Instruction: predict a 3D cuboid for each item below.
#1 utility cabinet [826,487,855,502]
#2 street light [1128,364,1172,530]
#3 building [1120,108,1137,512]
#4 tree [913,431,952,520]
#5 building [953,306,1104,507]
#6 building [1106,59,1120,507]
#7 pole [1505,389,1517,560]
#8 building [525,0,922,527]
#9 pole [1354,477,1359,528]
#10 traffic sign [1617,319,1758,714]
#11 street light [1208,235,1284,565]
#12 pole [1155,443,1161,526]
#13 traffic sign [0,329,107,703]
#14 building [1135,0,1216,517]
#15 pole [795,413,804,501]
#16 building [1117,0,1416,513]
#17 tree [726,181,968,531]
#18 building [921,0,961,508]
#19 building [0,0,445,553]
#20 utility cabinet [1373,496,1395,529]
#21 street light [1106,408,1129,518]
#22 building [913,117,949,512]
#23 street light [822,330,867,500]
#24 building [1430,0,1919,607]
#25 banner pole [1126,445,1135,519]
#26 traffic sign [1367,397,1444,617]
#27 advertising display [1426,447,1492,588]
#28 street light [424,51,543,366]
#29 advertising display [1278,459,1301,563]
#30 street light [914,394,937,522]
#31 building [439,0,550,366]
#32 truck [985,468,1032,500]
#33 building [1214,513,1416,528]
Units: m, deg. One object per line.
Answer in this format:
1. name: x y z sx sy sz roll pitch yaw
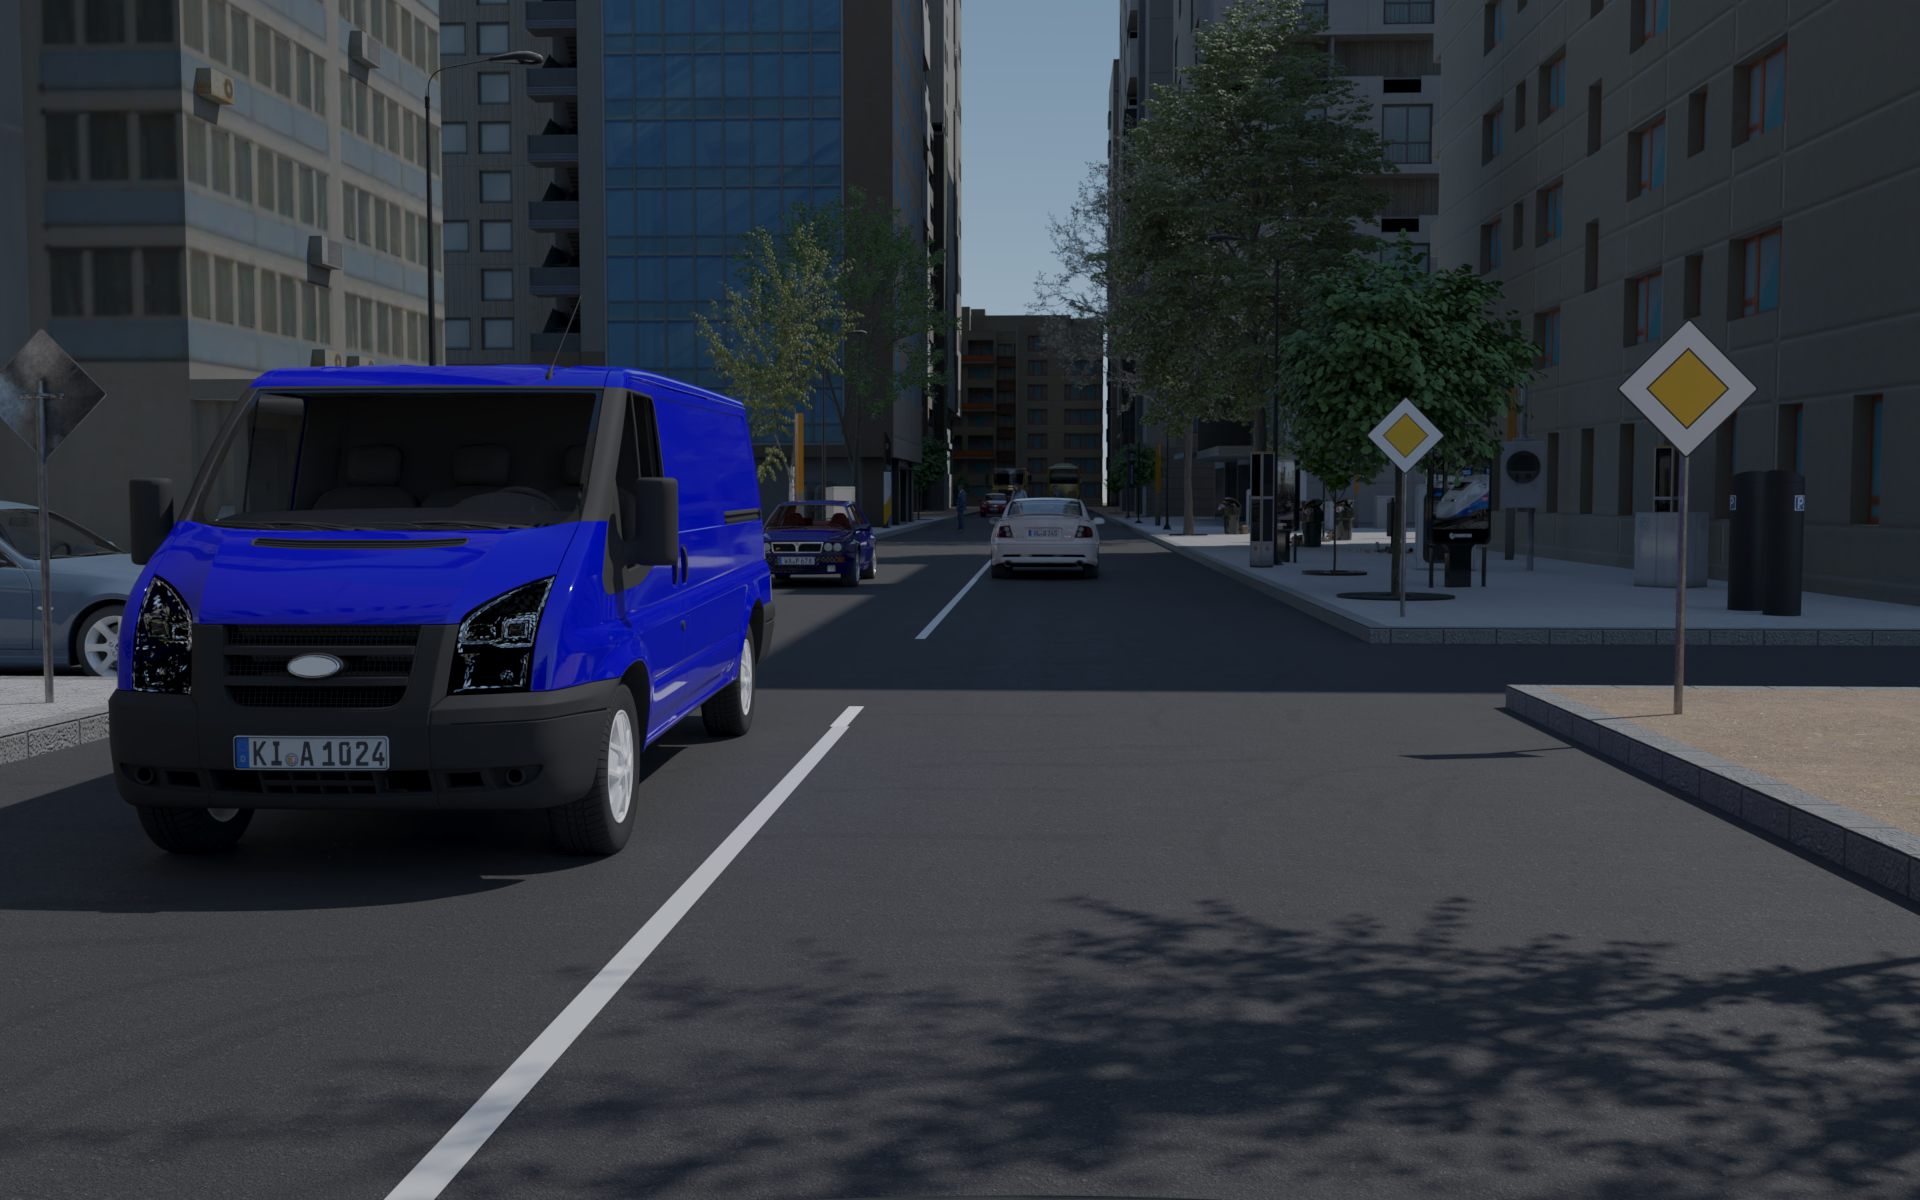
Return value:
1. utility cabinet: -3.605 -2.653 52.057 0.318 1.500 1.173 2 4 29
2. street light: 6.905 -5.476 62.080 1.470 5.913 1.316 0 4 3
3. building: 19.279 -22.085 132.787 14.160 30.474 14.107 0 4 3
4. tree: -2.793 -6.651 92.461 4.285 4.588 4.351 0 3 0
5. building: 1.020 -21.232 192.190 28.899 21.520 27.650 0 4 3
6. building: 26.510 -34.371 185.667 21.600 48.544 21.300 0 4 3
7. pole: 10.714 -2.436 33.672 0.158 3.312 0.155 0 3 0
8. building: -9.043 -25.814 72.162 14.600 45.320 14.200 0 4 3
9. pole: 14.900 -4.357 65.081 0.158 3.312 0.155 0 3 0
10. traffic sign: 4.185 -0.391 10.039 0.795 2.450 0.064 0 4 3
11. street light: 5.135 -3.584 31.147 1.470 5.913 1.316 0 4 3
12. pole: 7.981 -4.645 69.793 0.158 3.312 0.155 0 3 0
13. traffic sign: -5.594 -0.425 10.584 0.795 2.450 0.064 0 4 3
14. building: 21.863 -34.779 110.642 21.231 58.520 28.212 0 4 3
15. pole: -4.067 -3.060 43.872 0.158 3.312 0.155 0 3 0
16. building: 27.888 -34.464 152.723 28.713 52.752 27.495 0 4 3
17. tree: -3.726 -8.160 59.175 9.928 11.665 9.643 0 3 0
18. building: -13.502 -34.564 154.358 27.495 52.752 28.713 0 4 3
19. building: -23.564 -20.745 31.065 32.217 40.220 23.993 0 4 3
20. utility cabinet: 15.877 -3.245 64.221 1.020 1.237 0.306 0 4 -8
21. street light: 8.504 -7.369 93.022 1.470 5.913 1.316 0 4 3
22. building: -8.324 -21.869 129.258 14.160 30.474 14.107 0 4 3
23. street light: -3.344 -4.695 49.306 1.470 5.913 1.316 0 4 3
24. building: 26.038 -11.358 30.750 28.899 21.520 27.650 0 4 3
25. banner pole: 8.671 -6.013 88.335 0.401 3.779 0.863 3 5 42
26. traffic sign: 4.615 -0.879 18.012 0.795 2.450 0.064 0 4 3
27. advertising display: 6.856 -1.137 23.802 0.974 1.923 0.123 -1 4 -19
28. street light: -5.074 -2.803 18.371 1.470 5.913 1.316 0 4 3
29. advertising display: 6.077 -1.675 32.599 0.123 1.923 0.974 -1 4 -22
30. street light: -1.746 -6.613 80.655 1.470 5.913 1.316 0 4 3
31. building: -16.001 -31.741 108.198 28.713 52.752 27.495 0 4 3
32. truck: 3.888 -8.380 132.937 3.469 3.379 9.791 0 4 4
33. building: 23.926 -29.873 77.668 28.713 52.752 27.495 0 4 3
